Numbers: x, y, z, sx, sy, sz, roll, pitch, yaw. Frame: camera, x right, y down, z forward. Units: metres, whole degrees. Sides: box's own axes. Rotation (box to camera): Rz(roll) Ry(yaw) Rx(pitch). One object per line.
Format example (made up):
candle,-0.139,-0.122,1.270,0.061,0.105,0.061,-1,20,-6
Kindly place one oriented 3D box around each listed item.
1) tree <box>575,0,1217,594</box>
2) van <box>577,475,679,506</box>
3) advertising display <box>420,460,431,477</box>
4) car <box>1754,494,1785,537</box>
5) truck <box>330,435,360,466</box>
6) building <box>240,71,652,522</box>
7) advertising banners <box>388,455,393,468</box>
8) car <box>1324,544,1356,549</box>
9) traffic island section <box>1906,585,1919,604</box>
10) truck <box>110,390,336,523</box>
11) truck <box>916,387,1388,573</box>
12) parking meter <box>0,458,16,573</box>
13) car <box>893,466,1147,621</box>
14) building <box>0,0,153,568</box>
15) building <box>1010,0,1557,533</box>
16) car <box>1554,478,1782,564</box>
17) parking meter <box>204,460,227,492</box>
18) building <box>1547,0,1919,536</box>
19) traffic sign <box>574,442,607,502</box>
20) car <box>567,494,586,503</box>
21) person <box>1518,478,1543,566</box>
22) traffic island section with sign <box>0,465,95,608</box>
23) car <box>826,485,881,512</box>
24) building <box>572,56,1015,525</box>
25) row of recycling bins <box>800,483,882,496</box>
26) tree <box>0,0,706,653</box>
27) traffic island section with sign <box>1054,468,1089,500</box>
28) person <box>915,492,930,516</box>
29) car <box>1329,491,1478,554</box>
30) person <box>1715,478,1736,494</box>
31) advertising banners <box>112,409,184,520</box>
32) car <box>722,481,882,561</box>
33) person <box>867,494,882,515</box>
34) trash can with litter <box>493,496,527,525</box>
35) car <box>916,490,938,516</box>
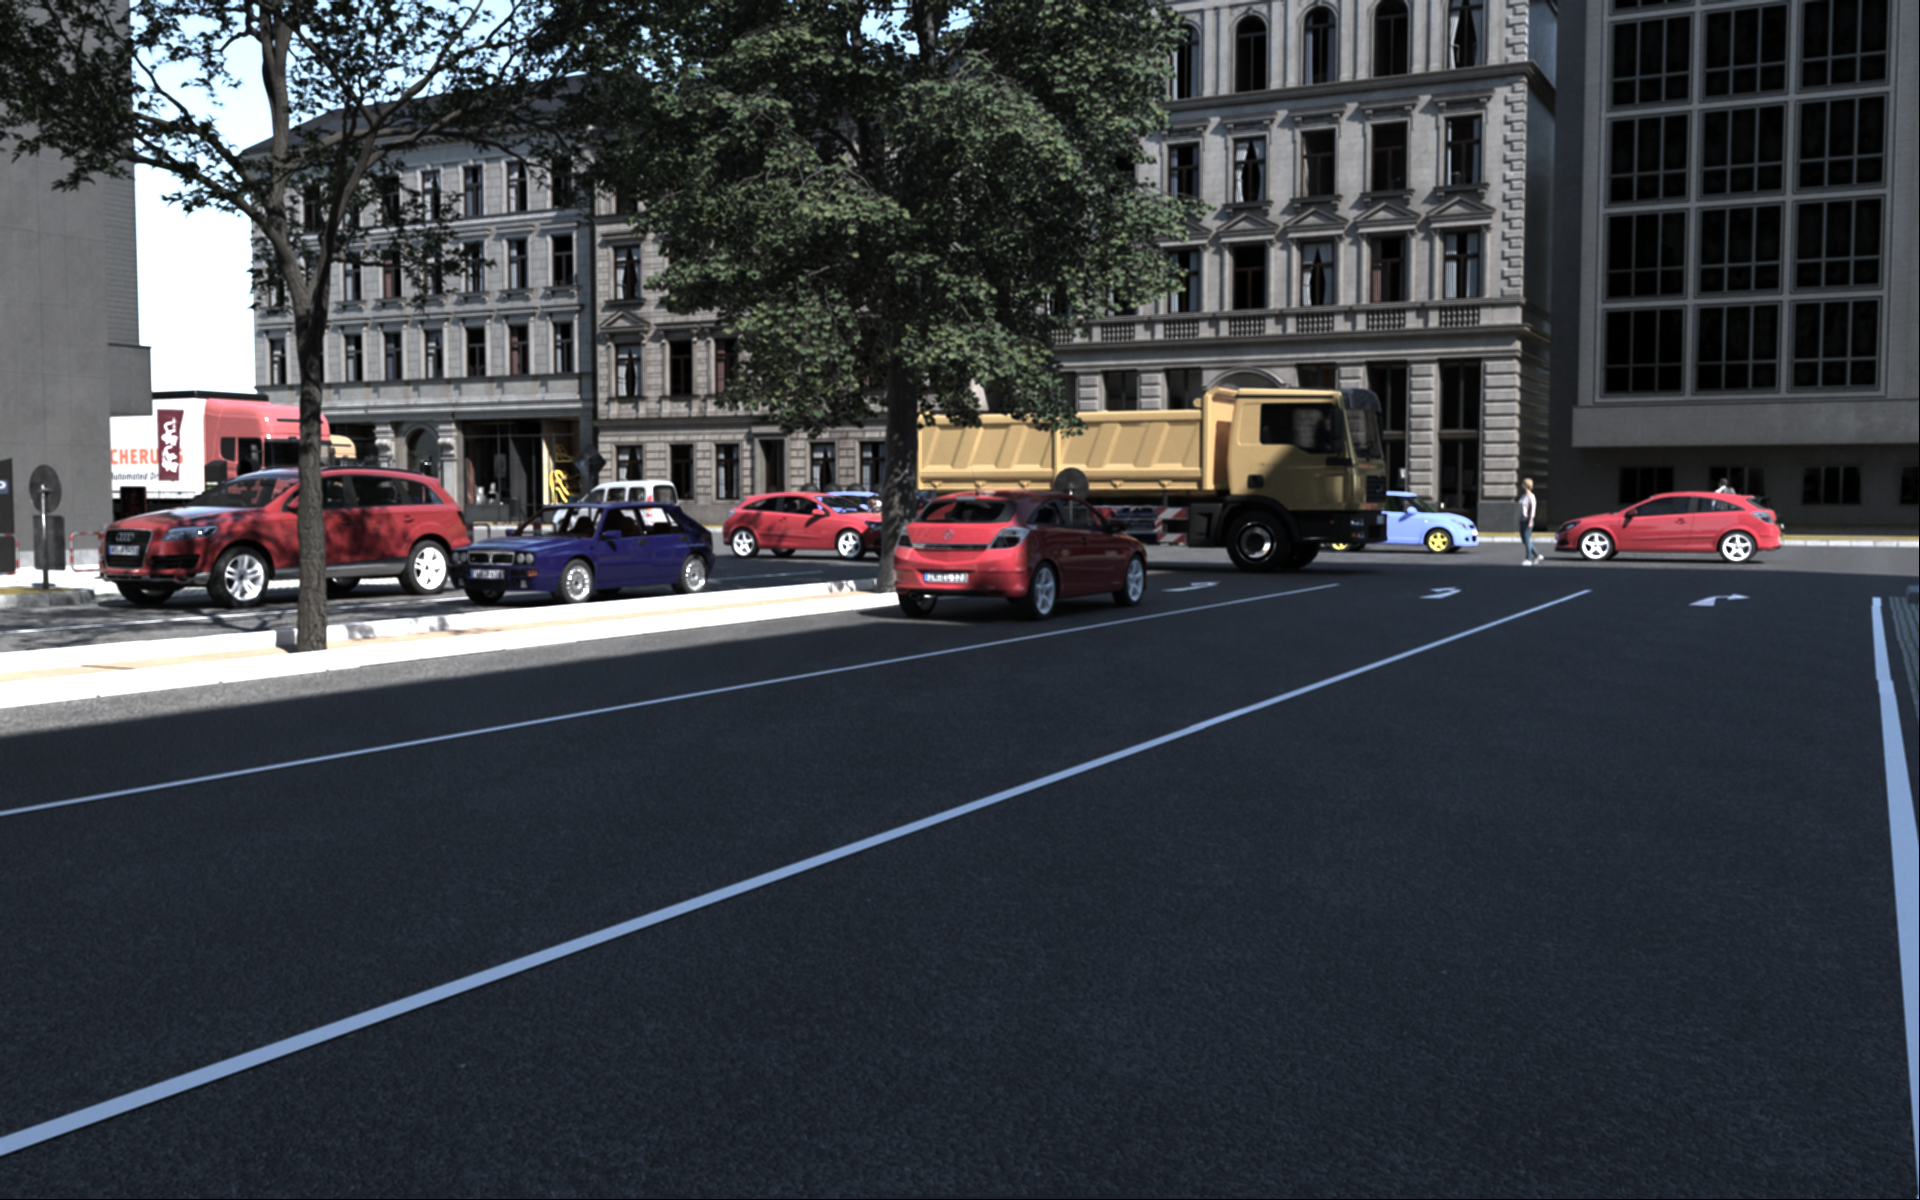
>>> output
tree,-0.861,-7.062,24.577,9.857,13.997,8.962,0,3,0
van,-10.669,-2.843,53.488,4.112,2.044,2.013,2,4,27
advertising display,-10.188,-1.704,33.066,0.123,1.923,0.974,-1,4,-22
car,20.670,-2.354,48.273,4.222,1.686,2.009,2,4,29
truck,-29.172,-5.058,71.606,11.283,4.237,2.839,2,4,29
building,-31.595,-14.526,88.405,40.483,20.767,10.553,2,4,27
advertising banners,-24.767,-4.906,76.407,0.090,3.025,2.074,-3,5,-43
car,8.847,-2.284,46.139,4.718,1.807,1.959,2,4,26
traffic island section,13.654,-0.036,22.876,2.009,0.180,2.903,2,4,27
truck,-21.955,-3.653,48.644,11.283,4.237,2.839,2,4,27
truck,3.980,-2.278,33.176,9.791,3.379,3.469,2,4,26
parking meter,-15.587,-1.369,28.102,0.399,1.863,0.255,-2,4,-34
car,0.857,-0.747,21.256,2.155,1.783,4.494,2,4,28
building,-31.185,-13.078,32.889,30.058,24.678,14.314,2,4,27
building,12.366,-14.450,65.133,19.941,23.489,11.050,2,4,27
car,15.052,-1.707,36.953,4.494,1.783,2.155,2,4,26
parking meter,-12.789,-1.474,29.812,0.255,1.863,0.399,0,4,0
building,35.368,-14.440,55.158,30.058,24.678,14.314,2,4,27
traffic sign,-7.196,-1.836,33.666,0.795,2.450,0.064,2,4,27
car,-12.986,-3.341,64.411,4.222,1.686,2.009,2,4,28
person,11.412,-1.559,34.662,0.598,1.740,0.731,-1,4,-15
traffic island section with sign,-12.597,-0.860,22.693,1.989,1.847,2.006,2,4,27
car,-2.930,-2.633,52.646,3.694,1.707,1.945,2,4,26
building,-5.413,-12.780,73.573,19.286,19.102,10.561,2,4,27
row of recycling bins,-4.366,-3.594,65.873,3.534,1.692,1.069,0,4,2
tree,-5.419,-4.775,14.937,8.767,10.594,7.601,2,4,27
traffic island section with sign,1.635,-1.301,29.404,2.006,1.907,1.989,2,4,27
person,-0.917,-1.332,30.999,0.841,1.734,0.376,3,5,44
car,10.831,-2.021,42.642,3.694,1.707,1.945,2,4,26
person,19.591,-2.185,44.322,0.679,1.850,0.850,1,4,17
advertising banners,-16.895,-2.393,35.312,2.074,3.025,0.090,-2,4,-32
car,-3.138,-1.808,38.596,4.494,1.783,2.155,2,4,27
person,-2.114,-1.902,42.786,0.628,1.438,0.799,-1,4,-22
trash can with litter,-18.883,-3.753,72.419,2.233,1.210,1.678,1,4,21
car,-0.846,-3.056,58.633,5.304,1.827,2.281,2,4,26
